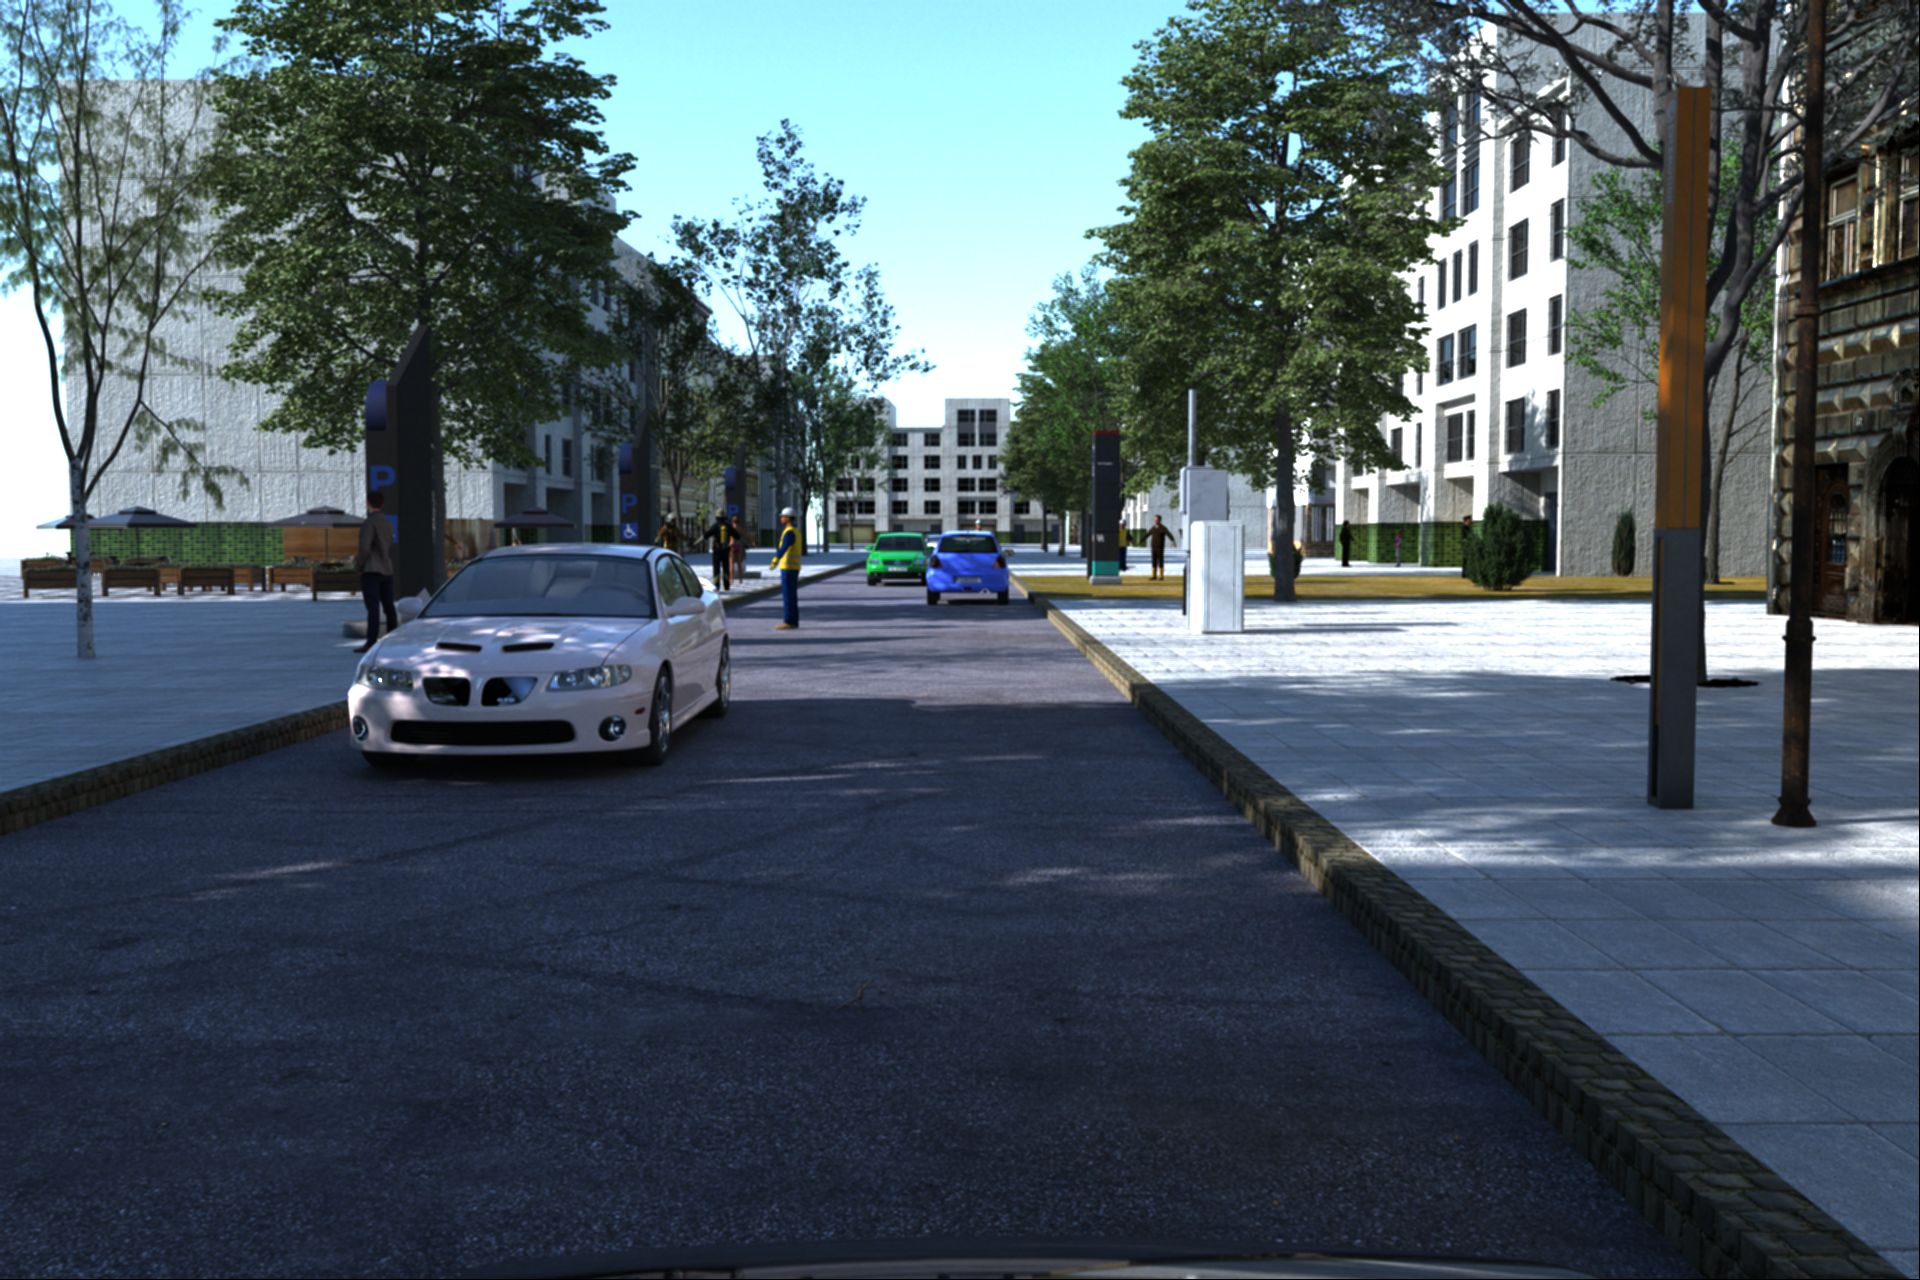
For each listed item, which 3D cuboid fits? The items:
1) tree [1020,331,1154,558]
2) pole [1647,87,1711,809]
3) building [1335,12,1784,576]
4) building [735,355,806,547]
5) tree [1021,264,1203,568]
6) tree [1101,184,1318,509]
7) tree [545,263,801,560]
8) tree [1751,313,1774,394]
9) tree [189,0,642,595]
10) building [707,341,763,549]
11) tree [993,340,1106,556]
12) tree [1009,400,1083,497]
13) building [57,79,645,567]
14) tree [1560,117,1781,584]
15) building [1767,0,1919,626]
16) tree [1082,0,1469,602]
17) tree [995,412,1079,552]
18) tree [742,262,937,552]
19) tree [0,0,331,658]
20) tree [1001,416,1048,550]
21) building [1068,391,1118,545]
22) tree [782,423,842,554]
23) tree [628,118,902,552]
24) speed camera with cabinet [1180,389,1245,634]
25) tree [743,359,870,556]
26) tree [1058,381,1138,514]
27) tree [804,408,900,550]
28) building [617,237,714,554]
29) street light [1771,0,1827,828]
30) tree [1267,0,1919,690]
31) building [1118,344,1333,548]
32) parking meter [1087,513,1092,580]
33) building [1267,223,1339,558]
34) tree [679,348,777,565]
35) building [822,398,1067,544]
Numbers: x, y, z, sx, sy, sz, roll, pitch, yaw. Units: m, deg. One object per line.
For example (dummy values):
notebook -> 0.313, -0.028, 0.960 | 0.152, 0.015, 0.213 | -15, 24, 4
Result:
tree -> 6.841, -10.617, 91.713 | 7.486, 12.596, 7.792 | 0, 3, 0
pole -> 3.344, -0.869, 8.055 | 0.158, 3.312, 0.155 | 0, 3, 0
building -> 26.520, -12.298, 67.536 | 16.747, 18.905, 31.486 | 0, 3, 0
building -> -26.575, -19.578, 186.561 | 16.747, 18.905, 31.486 | 0, 4, 1
tree -> 6.110, -8.602, 66.393 | 9.928, 11.665, 9.643 | 0, 3, 0
tree -> 7.710, -8.277, 53.462 | 7.486, 12.596, 7.792 | 0, 3, 0
tree -> -9.631, -7.639, 59.304 | 8.767, 10.594, 7.601 | -1, 4, -22
tree -> 20.484, -7.185, 35.598 | 7.486, 12.596, 7.792 | 0, 3, 0
tree -> -9.027, -6.779, 28.961 | 7.486, 12.596, 7.792 | 0, 3, 0
building -> -28.817, -20.008, 158.052 | 19.493, 23.208, 18.063 | 0, 4, 1
tree -> 5.777, -11.229, 101.716 | 7.486, 12.596, 7.792 | 0, 3, 0
tree -> 6.428, -10.892, 112.501 | 8.767, 10.594, 7.601 | 3, 5, 42
building -> -26.558, -13.271, 83.432 | 16.747, 18.905, 31.486 | 0, 4, 1
tree -> 19.260, -7.245, 44.216 | 9.928, 11.665, 9.643 | 0, 3, 0
building -> 22.137, -11.436, 17.911 | 19.493, 23.208, 18.063 | 0, 3, 0
tree -> 5.837, -6.987, 32.358 | 7.486, 12.596, 7.792 | 0, 3, 0
tree -> 5.860, -11.574, 123.653 | 7.601, 10.594, 8.767 | -2, 4, -30
tree -> -8.436, -16.198, 120.730 | 12.611, 20.169, 13.585 | 0, 3, 0
tree -> -9.238, -4.131, 17.909 | 4.360, 8.622, 3.978 | 0, 3, 0
tree -> 6.773, -12.937, 137.281 | 9.928, 11.665, 9.643 | 0, 3, 0
building -> 22.695, -22.850, 204.521 | 19.493, 23.208, 18.063 | 0, 3, 0
tree -> -8.847, -9.796, 110.521 | 4.360, 8.622, 3.978 | 0, 3, 0
tree -> -9.195, -13.814, 81.748 | 12.611, 20.169, 13.585 | 0, 3, 0
speed camera with cabinet -> 3.365, -1.759, 23.090 | 0.660, 3.252, 2.038 | 0, 4, 0
tree -> -9.004, -10.761, 101.692 | 9.928, 11.665, 9.643 | 0, 3, 0
tree -> 6.272, -8.179, 84.084 | 4.360, 8.622, 3.978 | 0, 3, 0
tree -> -8.520, -12.891, 136.517 | 9.928, 11.665, 9.643 | 0, 3, 0
building -> -26.520, -16.985, 108.626 | 19.493, 23.208, 18.063 | 0, 4, 1
street light -> 3.686, -2.122, 7.478 | 0.468, 5.910, 1.993 | 0, 3, 0
tree -> 6.289, -6.357, 14.303 | 12.009, 13.543, 11.850 | 0, 3, 0
building -> 25.205, -18.570, 170.069 | 16.747, 18.905, 31.486 | 0, 4, 0
parking meter -> 3.768, -2.620, 48.543 | 0.399, 1.863, 0.255 | 0, 4, 0
building -> 24.223, -15.292, 106.446 | 16.016, 20.090, 11.380 | 0, 4, 0
tree -> -9.544, -7.287, 69.508 | 4.737, 8.622, 4.395 | 0, 3, 0
building -> -1.704, -22.172, 231.418 | 31.486, 18.905, 16.747 | 0, 4, 2
